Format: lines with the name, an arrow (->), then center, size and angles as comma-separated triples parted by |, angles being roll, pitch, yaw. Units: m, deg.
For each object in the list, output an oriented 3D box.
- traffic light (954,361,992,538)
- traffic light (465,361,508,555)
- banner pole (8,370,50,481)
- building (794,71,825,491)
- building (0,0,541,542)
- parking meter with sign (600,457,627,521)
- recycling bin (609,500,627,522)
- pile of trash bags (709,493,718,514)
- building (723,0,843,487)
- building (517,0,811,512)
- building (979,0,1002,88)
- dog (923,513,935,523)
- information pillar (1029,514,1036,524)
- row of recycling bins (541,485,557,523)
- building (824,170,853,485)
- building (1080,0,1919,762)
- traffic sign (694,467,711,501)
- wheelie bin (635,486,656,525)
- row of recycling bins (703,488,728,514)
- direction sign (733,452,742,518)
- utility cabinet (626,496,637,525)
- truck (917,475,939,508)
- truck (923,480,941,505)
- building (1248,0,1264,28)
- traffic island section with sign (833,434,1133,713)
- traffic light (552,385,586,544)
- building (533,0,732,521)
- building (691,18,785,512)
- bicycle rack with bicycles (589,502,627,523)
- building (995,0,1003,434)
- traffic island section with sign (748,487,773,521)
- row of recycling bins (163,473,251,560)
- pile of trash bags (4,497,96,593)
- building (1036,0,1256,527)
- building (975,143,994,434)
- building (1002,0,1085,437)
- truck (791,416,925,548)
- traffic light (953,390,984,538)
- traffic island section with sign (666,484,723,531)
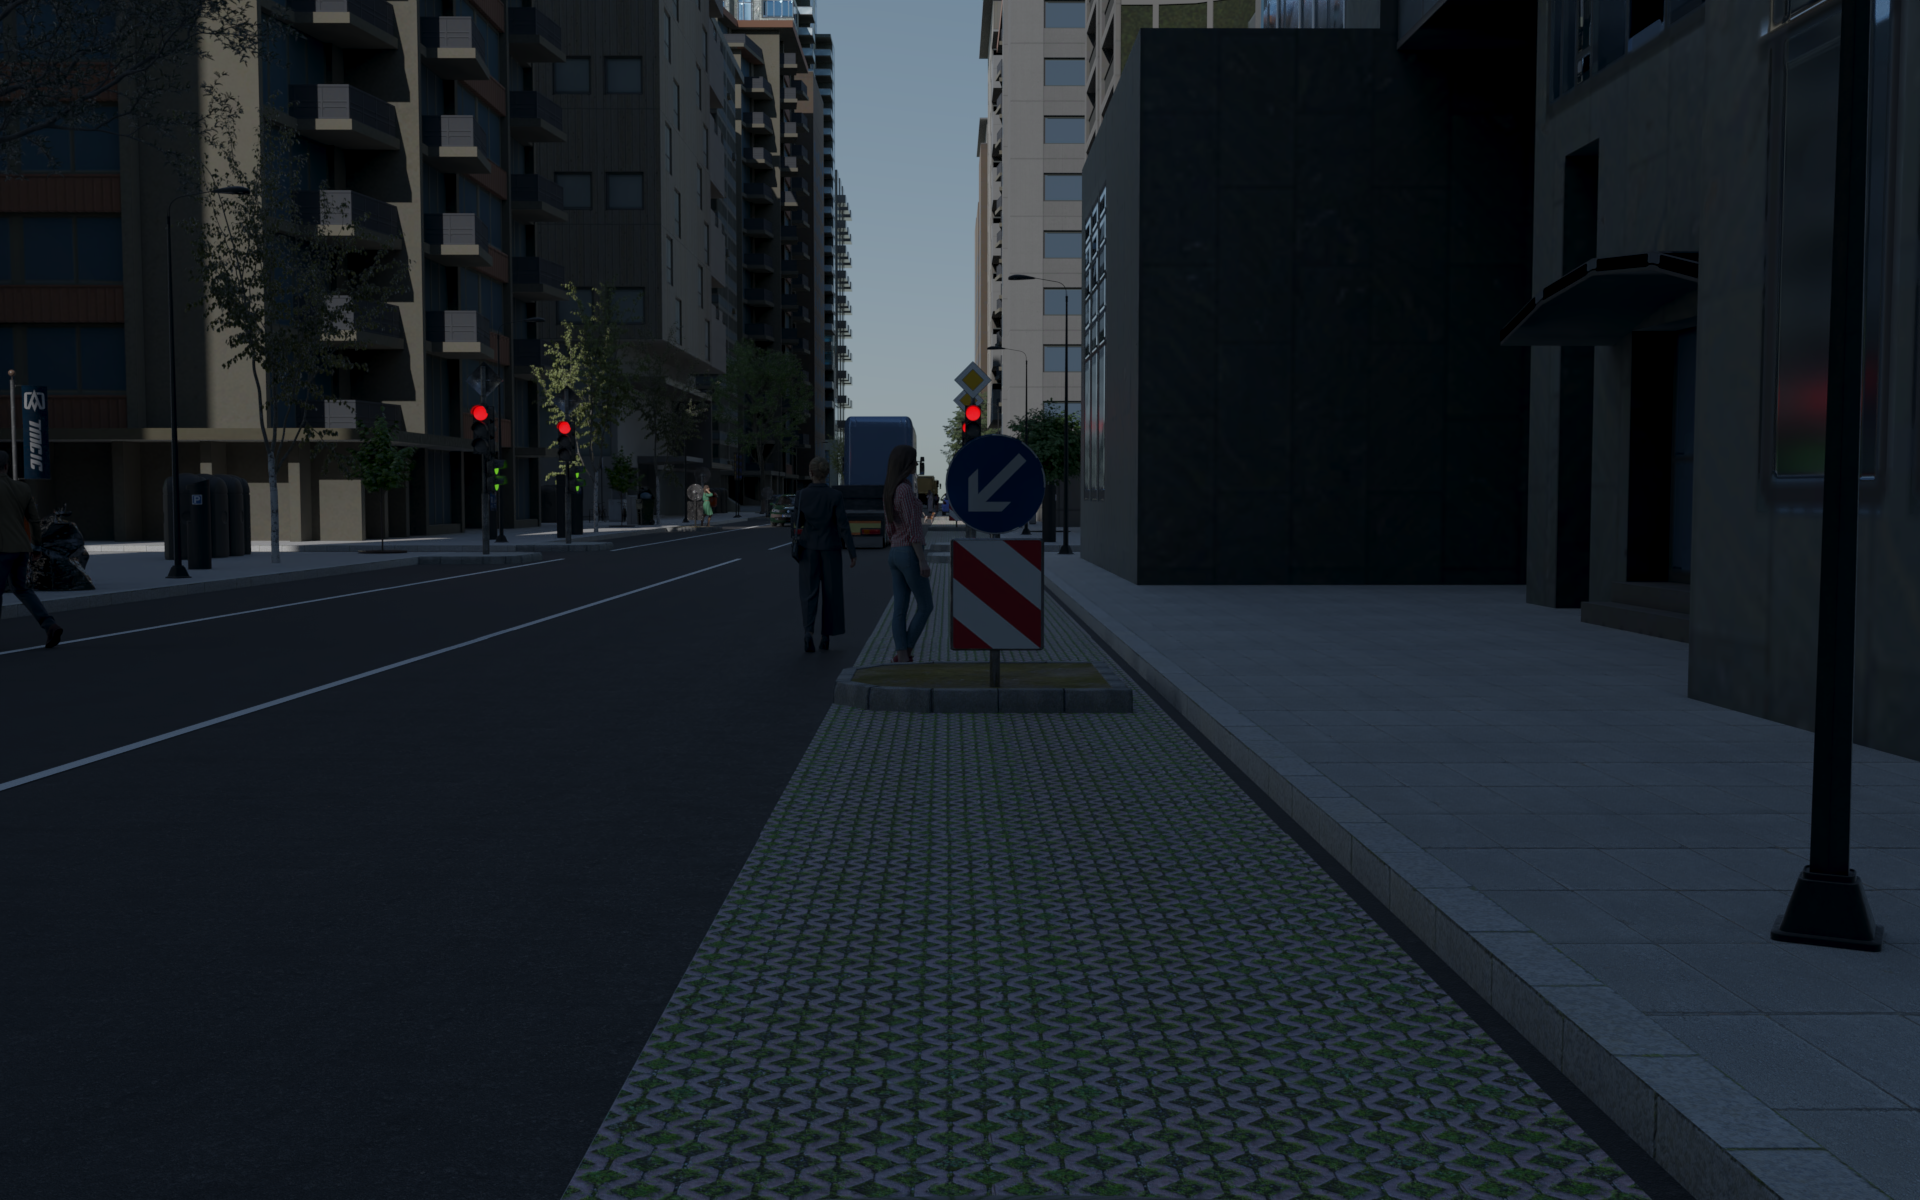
traffic light -> 0.255, -2.927, 36.783 | 0.839, 4.253, 0.868 | 0, 4, 0
traffic light -> -10.056, -2.922, 36.699 | 0.839, 4.253, 0.868 | 0, 4, 0
banner pole -> -18.899, -2.758, 35.116 | 0.863, 3.779, 0.401 | -2, 4, -29
building -> -21.566, -32.447, 180.623 | 14.600, 45.320, 14.200 | 0, 4, 0
building -> -26.048, -24.699, 58.447 | 22.147, 44.769, 28.867 | 0, 4, 0
parking meter with sign -> -15.984, -5.204, 81.352 | 1.738, 3.016, 0.543 | 0, 4, -7
recycling bin -> -15.858, -4.149, 80.393 | 0.722, 1.027, 0.722 | 0, 4, 5
pile of trash bags -> -17.199, -6.215, 111.363 | 3.447, 1.369, 1.912 | 1, 4, 13
building -> -25.737, -55.401, 218.478 | 22.319, 86.520, 31.000 | 0, 4, 0
building -> -25.433, -30.835, 158.775 | 22.147, 44.769, 28.867 | 0, 4, 0
building -> 16.561, -36.174, 180.678 | 28.713, 52.752, 27.495 | 0, 4, 0
dog -> -1.552, -4.145, 87.062 | 0.540, 0.507, 0.406 | -2, 4, -24
information pillar -> 3.089, -4.223, 73.534 | 0.304, 2.012, 0.304 | 0, 4, 5
row of recycling bins -> -18.163, -4.354, 78.297 | 1.069, 1.692, 3.534 | 1, 4, 9
building -> -27.083, -38.584, 250.464 | 23.786, 49.044, 30.456 | 0, 4, 0
building -> 13.683, -43.066, 16.807 | 22.319, 86.520, 31.000 | 0, 4, 0
traffic sign -> -12.069, -4.958, 81.163 | 0.768, 2.556, 0.104 | 0, 4, 0
wheelie bin -> -12.994, -3.889, 71.496 | 0.693, 1.594, 0.980 | -3, 4, -39
row of recycling bins -> -16.188, -6.582, 114.734 | 1.069, 1.692, 3.534 | 1, 4, 10
direction sign -> -12.326, -6.379, 96.295 | 0.379, 3.537, 0.876 | 1, 4, 19
utility cabinet -> -13.592, -3.782, 73.004 | 0.306, 1.237, 1.020 | 2, 4, 33
truck -> -3.911, -11.168, 178.520 | 3.469, 3.379, 9.791 | 0, 4, 0
truck -> -4.293, -14.700, 236.270 | 3.469, 3.379, 9.791 | 0, 4, 0
building -> 16.943, -24.588, 52.121 | 14.200, 45.320, 14.600 | 0, 4, 0
traffic island section with sign -> 0.125, -0.218, 12.190 | 1.989, 1.847, 2.006 | 0, 4, 0
traffic light -> -10.109, -3.411, 44.684 | 0.839, 4.253, 0.868 | 0, 4, 0
building -> -27.662, -30.891, 94.306 | 28.713, 52.752, 27.495 | 0, 4, 0
building -> -30.063, -26.924, 132.091 | 32.217, 40.220, 23.993 | 0, 4, 0
bicycle rack with bicycles -> -15.532, -3.970, 78.285 | 2.852, 0.926, 2.925 | 0, 4, 0
building -> 14.317, -30.468, 152.777 | 22.147, 44.769, 28.867 | 0, 4, 0
traffic island section with sign -> -10.479, -5.244, 94.365 | 1.989, 1.847, 2.006 | 0, 4, 0
row of recycling bins -> -15.283, -1.726, 35.336 | 1.069, 1.692, 3.534 | 0, 4, -6
pile of trash bags -> -13.020, -0.863, 23.859 | 1.912, 1.369, 3.447 | -2, 4, -28
building -> 13.884, -38.613, 69.574 | 20.563, 71.187, 20.611 | 0, 4, 0
building -> 9.355, -34.613, 216.027 | 14.600, 45.320, 14.200 | 0, 4, 0
building -> 13.065, -34.432, 104.959 | 21.231, 58.520, 28.212 | 0, 4, 0
truck -> -2.947, -3.929, 53.998 | 2.967, 4.110, 18.799 | 0, 4, 1
traffic light -> 0.202, -3.416, 44.768 | 0.839, 4.253, 0.868 | 0, 4, 0
traffic island section with sign -> -10.302, -3.595, 67.411 | 1.989, 1.847, 2.006 | 0, 4, 0
